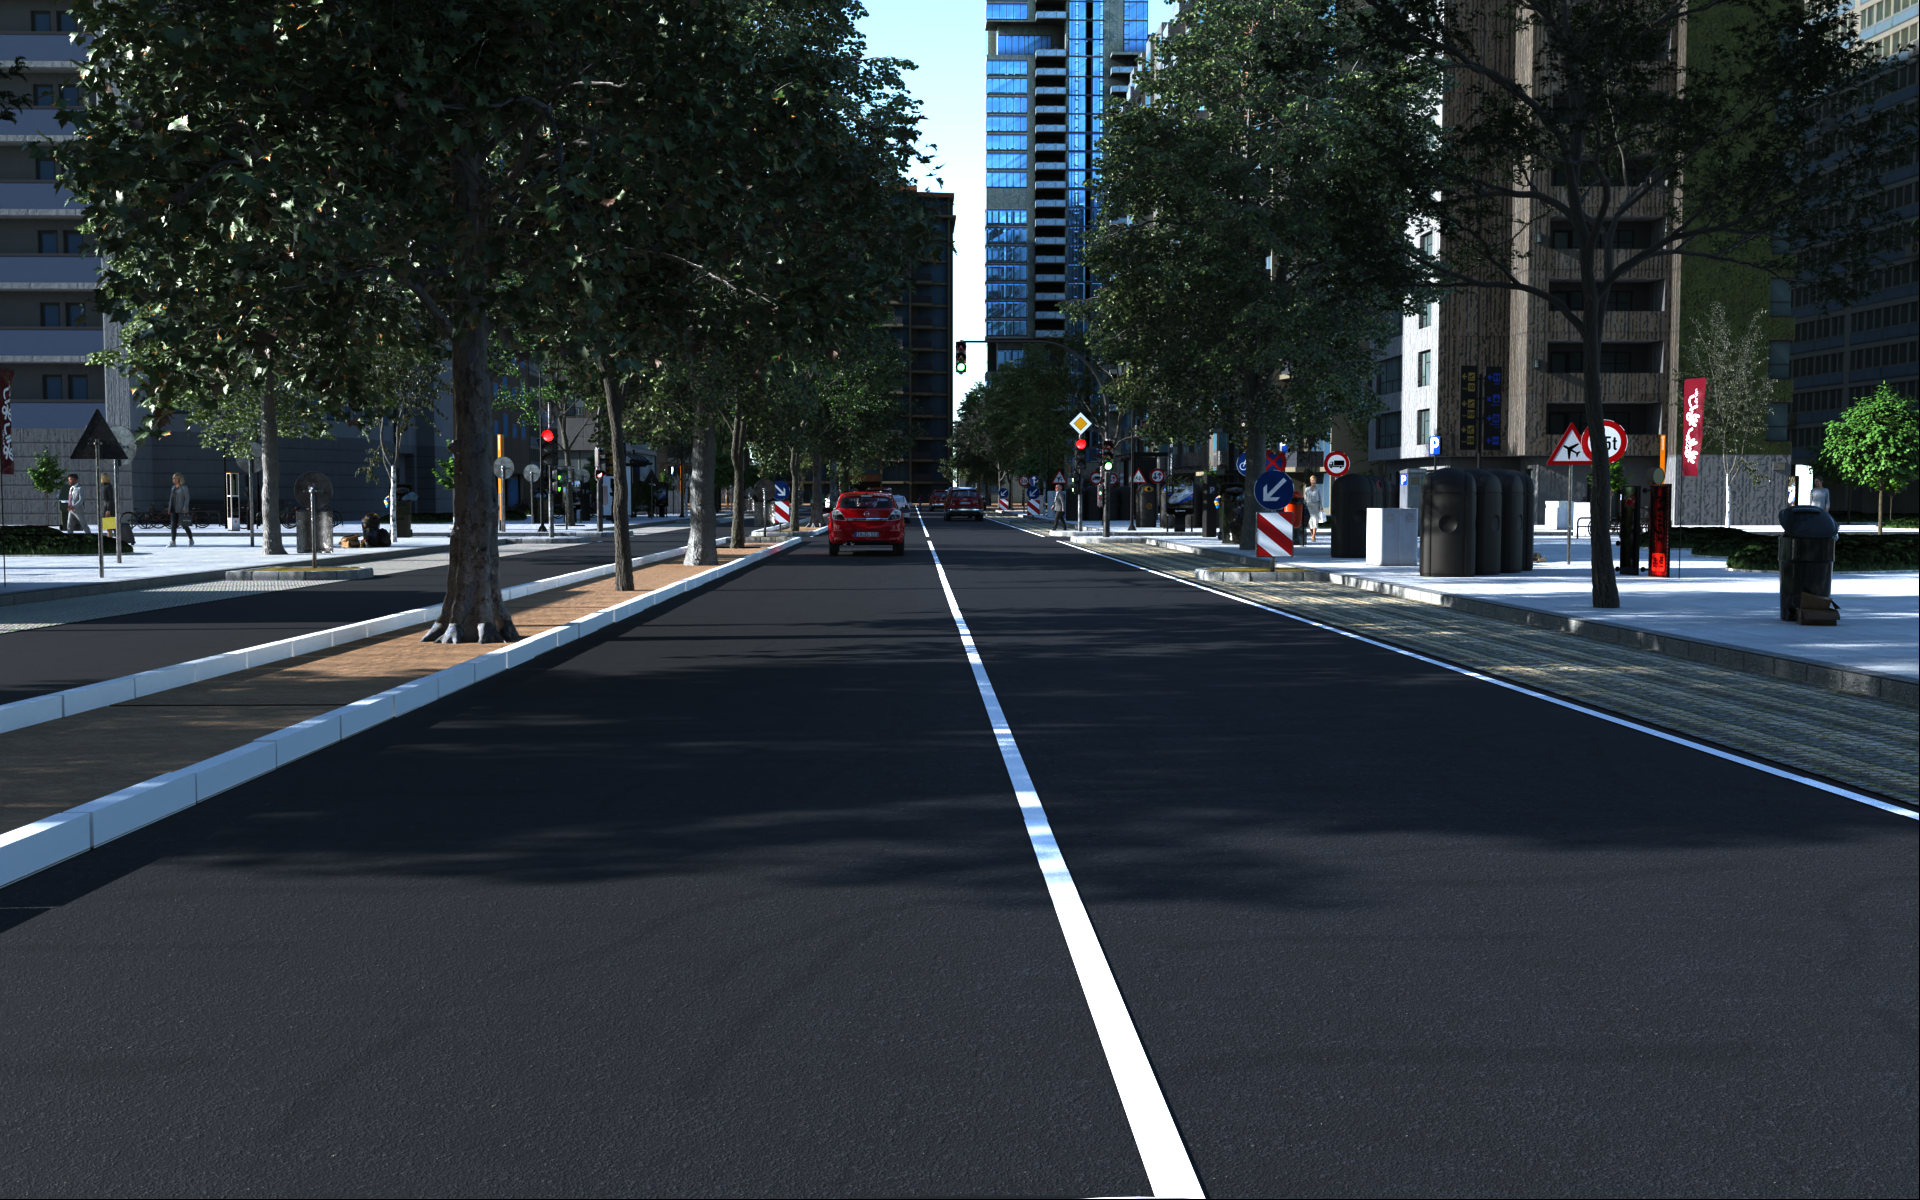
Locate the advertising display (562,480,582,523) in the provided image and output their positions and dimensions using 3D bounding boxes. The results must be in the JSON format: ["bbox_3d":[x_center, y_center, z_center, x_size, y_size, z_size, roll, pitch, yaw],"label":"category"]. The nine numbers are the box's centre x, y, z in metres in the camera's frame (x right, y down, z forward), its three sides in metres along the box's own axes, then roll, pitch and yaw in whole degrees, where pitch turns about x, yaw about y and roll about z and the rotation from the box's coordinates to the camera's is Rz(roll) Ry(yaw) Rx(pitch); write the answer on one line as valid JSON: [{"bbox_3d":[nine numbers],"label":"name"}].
[{"bbox_3d":[-17.428,-4.444,77.866,0.974,1.923,0.123,1,4,20],"label":"advertising display"}]

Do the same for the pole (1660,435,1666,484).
[{"bbox_3d":[24.217,-4.031,59.745,0.158,3.312,0.155,0,3,0],"label":"pole"}]

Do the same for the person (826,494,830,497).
[{"bbox_3d":[-15.902,-12.444,212.681,1.217,1.735,0.721,0,4,-2],"label":"person"}]

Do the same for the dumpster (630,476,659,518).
[{"bbox_3d":[-17.186,-5.578,93.686,1.502,2.255,1.985,0,4,-2],"label":"dumpster"}]

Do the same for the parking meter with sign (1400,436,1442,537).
[{"bbox_3d":[13.584,-3.412,52.046,1.738,3.016,0.543,-1,4,-21],"label":"parking meter with sign"}]

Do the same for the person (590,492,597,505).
[{"bbox_3d":[-29.978,-8.288,141.683,1.348,1.807,0.705,0,4,-8],"label":"person"}]

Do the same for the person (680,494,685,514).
[{"bbox_3d":[-17.846,-6.198,111.665,0.425,1.301,0.394,2,4,32],"label":"person"}]

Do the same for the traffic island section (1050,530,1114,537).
[{"bbox_3d":[4.146,-2.277,59.516,2.009,0.180,2.903,0,4,-2],"label":"traffic island section"}]

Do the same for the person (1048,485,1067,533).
[{"bbox_3d":[3.519,-3.291,62.713,0.834,1.777,0.661,-1,4,-22],"label":"person"}]

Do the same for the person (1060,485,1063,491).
[{"bbox_3d":[6.333,-6.397,110.538,0.836,1.842,0.656,-1,4,-11],"label":"person"}]

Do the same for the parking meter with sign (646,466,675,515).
[{"bbox_3d":[-18.802,-6.876,108.686,1.738,3.016,0.543,-2,4,-24],"label":"parking meter with sign"}]

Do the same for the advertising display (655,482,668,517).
[{"bbox_3d":[-16.379,-5.498,95.103,0.974,1.923,0.123,3,5,42],"label":"advertising display"}]

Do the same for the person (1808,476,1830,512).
[{"bbox_3d":[21.528,-2.246,43.508,0.466,1.731,0.760,0,4,-3],"label":"person"}]

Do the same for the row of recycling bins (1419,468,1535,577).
[{"bbox_3d":[8.464,-1.283,28.095,1.069,1.692,3.534,3,4,37],"label":"row of recycling bins"}]

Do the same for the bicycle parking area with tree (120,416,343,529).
[{"bbox_3d":[-27.830,-4.878,66.766,9.016,4.147,8.231,0,4,4],"label":"bicycle parking area with tree"}]

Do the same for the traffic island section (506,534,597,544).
[{"bbox_3d":[-12.065,-1.761,51.079,2.009,0.180,2.903,0,4,-2],"label":"traffic island section"}]

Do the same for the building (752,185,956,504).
[{"bbox_3d":[-15.145,-35.953,242.455,28.867,44.769,22.147,0,4,-2],"label":"building"}]

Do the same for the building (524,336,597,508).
[{"bbox_3d":[-47.334,-27.696,144.713,32.217,40.220,23.993,0,4,-2],"label":"building"}]

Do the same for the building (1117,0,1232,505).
[{"bbox_3d":[28.498,-34.299,180.391,23.786,49.044,30.456,0,4,-2],"label":"building"}]

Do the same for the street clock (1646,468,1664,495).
[{"bbox_3d":[19.015,-2.620,47.406,0.471,2.002,0.358,-2,4,-29],"label":"street clock"}]

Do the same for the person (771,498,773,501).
[{"bbox_3d":[-19.525,-10.631,179.873,0.705,1.823,1.348,0,4,7],"label":"person"}]

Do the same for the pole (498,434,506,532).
[{"bbox_3d":[-15.692,-4.001,59.267,0.158,3.312,0.155,0,3,0],"label":"pole"}]

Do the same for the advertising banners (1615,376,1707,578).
[{"bbox_3d":[10.804,-1.868,26.729,0.090,3.025,2.074,-1,4,-13],"label":"advertising banners"}]

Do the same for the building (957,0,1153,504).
[{"bbox_3d":[15.066,-56.806,241.451,31.000,86.520,22.319,0,4,-2],"label":"building"}]

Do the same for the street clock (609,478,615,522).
[{"bbox_3d":[-16.017,-4.614,80.011,0.358,2.002,0.471,-1,4,-14],"label":"street clock"}]

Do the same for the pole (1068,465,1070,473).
[{"bbox_3d":[7.635,-7.807,121.493,0.158,3.312,0.155,0,3,0],"label":"pole"}]

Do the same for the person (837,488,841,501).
[{"bbox_3d":[-7.109,-5.664,101.293,0.473,1.802,0.592,1,4,20],"label":"person"}]

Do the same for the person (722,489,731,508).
[{"bbox_3d":[-21.785,-9.539,162.000,0.705,1.824,1.348,2,4,27],"label":"person"}]

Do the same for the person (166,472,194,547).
[{"bbox_3d":[-18.782,-2.178,41.828,0.709,1.800,0.728,2,4,24],"label":"person"}]

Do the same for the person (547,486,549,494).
[{"bbox_3d":[-26.103,-6.279,108.969,0.793,1.790,0.793,2,4,29],"label":"person"}]

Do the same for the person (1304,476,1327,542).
[{"bbox_3d":[9.591,-2.474,46.851,0.694,1.780,0.624,3,5,39],"label":"person"}]

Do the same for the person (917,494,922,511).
[{"bbox_3d":[-3.439,-8.316,147.688,0.599,1.433,0.991,1,4,21],"label":"person"}]

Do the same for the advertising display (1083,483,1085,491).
[{"bbox_3d":[6.754,-5.745,99.139,0.974,1.923,0.123,-3,5,-39],"label":"advertising display"}]

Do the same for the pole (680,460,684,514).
[{"bbox_3d":[-16.691,-6.743,104.087,0.158,3.312,0.155,0,3,0],"label":"pole"}]

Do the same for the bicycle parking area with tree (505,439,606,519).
[{"bbox_3d":[-22.444,-6.469,92.774,9.016,4.147,8.231,0,4,3],"label":"bicycle parking area with tree"}]

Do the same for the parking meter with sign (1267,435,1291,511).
[{"bbox_3d":[8.579,-3.271,49.736,1.738,3.016,0.543,-1,4,-20],"label":"parking meter with sign"}]

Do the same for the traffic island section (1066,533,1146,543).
[{"bbox_3d":[4.370,-1.789,51.534,2.009,0.180,2.903,0,4,-2],"label":"traffic island section"}]

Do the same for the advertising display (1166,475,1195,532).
[{"bbox_3d":[7.451,-3.270,58.675,0.974,1.923,0.123,-1,4,-8],"label":"advertising display"}]

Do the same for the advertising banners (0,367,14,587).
[{"bbox_3d":[-13.156,-1.663,23.373,0.090,3.025,2.074,0,4,-6],"label":"advertising banners"}]

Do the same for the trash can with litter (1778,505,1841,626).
[{"bbox_3d":[8.544,-0.359,17.253,0.624,1.170,1.055,1,4,12],"label":"trash can with litter"}]

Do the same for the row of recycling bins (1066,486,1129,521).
[{"bbox_3d":[6.798,-4.691,83.818,3.534,1.692,1.069,-2,4,-24],"label":"row of recycling bins"}]

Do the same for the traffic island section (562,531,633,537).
[{"bbox_3d":[-12.289,-2.250,59.060,2.009,0.180,2.903,0,4,-2],"label":"traffic island section"}]

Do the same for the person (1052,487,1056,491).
[{"bbox_3d":[8.139,-8.805,149.631,1.348,1.869,0.705,2,4,28],"label":"person"}]

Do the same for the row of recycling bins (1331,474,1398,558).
[{"bbox_3d":[8.364,-1.783,36.262,1.069,1.692,3.534,1,4,20],"label":"row of recycling bins"}]

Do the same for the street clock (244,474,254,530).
[{"bbox_3d":[-25.264,-3.486,61.564,0.358,2.002,0.471,-2,4,-29],"label":"street clock"}]

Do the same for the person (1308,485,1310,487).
[{"bbox_3d":[20.387,-5.803,100.765,0.795,1.843,0.661,1,4,15],"label":"person"}]

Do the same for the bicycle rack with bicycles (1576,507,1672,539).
[{"bbox_3d":[19.142,-2.200,49.355,2.925,0.926,2.852,-2,4,-27],"label":"bicycle rack with bicycles"}]

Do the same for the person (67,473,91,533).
[{"bbox_3d":[-21.968,-2.250,43.107,0.678,1.792,0.850,2,4,35],"label":"person"}]

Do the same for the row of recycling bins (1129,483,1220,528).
[{"bbox_3d":[8.433,-3.617,66.244,3.534,1.692,1.069,1,4,20],"label":"row of recycling bins"}]

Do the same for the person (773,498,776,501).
[{"bbox_3d":[-19.735,-10.644,183.259,0.799,1.438,0.628,2,4,25],"label":"person"}]

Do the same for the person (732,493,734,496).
[{"bbox_3d":[-22.637,-10.130,174.902,0.697,1.427,0.421,-1,4,-20],"label":"person"}]

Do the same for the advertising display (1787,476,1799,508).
[{"bbox_3d":[29.386,-3.418,61.105,0.123,1.923,0.974,1,4,11],"label":"advertising display"}]

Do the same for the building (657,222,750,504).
[{"bbox_3d":[-36.493,-33.888,237.667,14.086,41.232,14.154,0,4,-2],"label":"building"}]

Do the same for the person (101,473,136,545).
[{"bbox_3d":[-20.837,-2.232,42.761,0.699,1.804,1.509,0,4,4],"label":"person"}]
